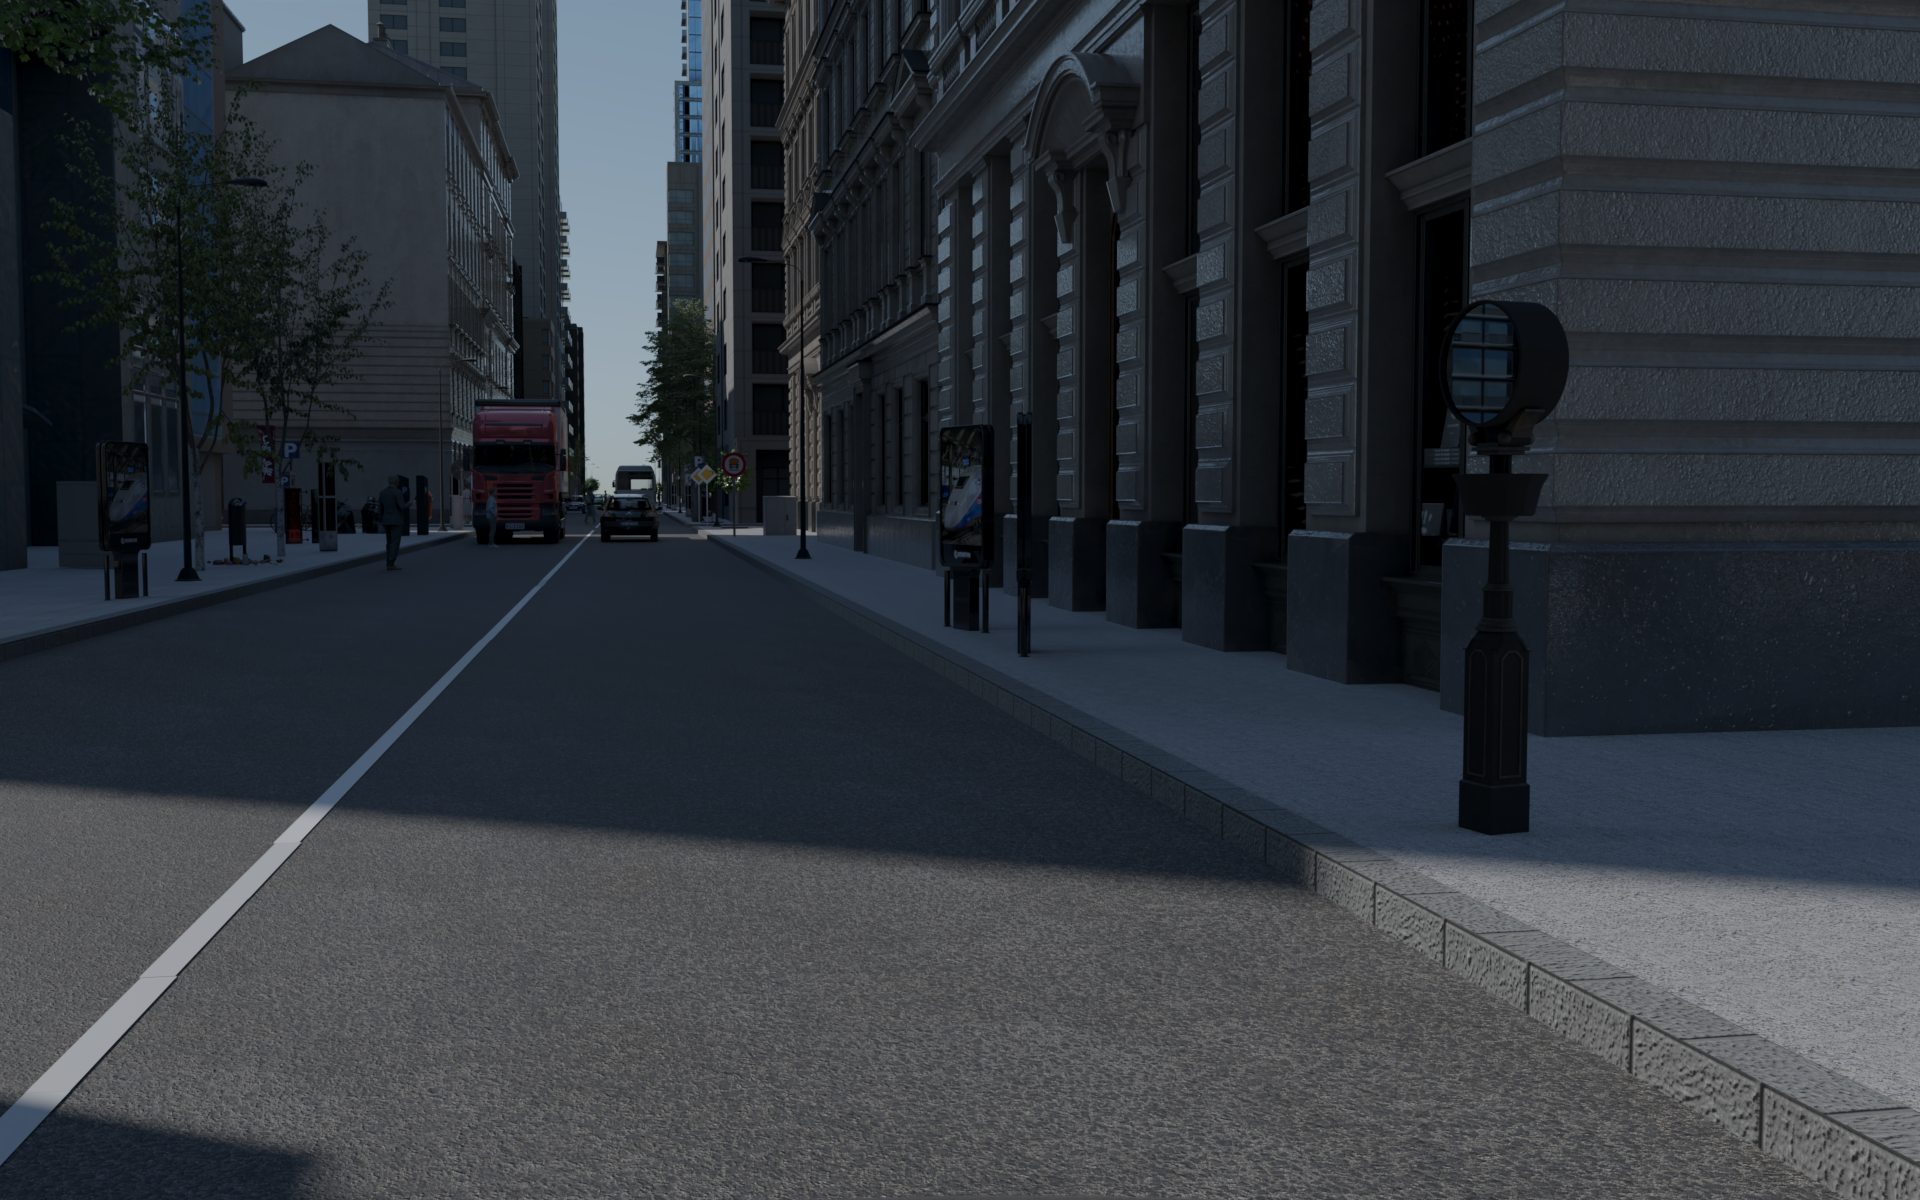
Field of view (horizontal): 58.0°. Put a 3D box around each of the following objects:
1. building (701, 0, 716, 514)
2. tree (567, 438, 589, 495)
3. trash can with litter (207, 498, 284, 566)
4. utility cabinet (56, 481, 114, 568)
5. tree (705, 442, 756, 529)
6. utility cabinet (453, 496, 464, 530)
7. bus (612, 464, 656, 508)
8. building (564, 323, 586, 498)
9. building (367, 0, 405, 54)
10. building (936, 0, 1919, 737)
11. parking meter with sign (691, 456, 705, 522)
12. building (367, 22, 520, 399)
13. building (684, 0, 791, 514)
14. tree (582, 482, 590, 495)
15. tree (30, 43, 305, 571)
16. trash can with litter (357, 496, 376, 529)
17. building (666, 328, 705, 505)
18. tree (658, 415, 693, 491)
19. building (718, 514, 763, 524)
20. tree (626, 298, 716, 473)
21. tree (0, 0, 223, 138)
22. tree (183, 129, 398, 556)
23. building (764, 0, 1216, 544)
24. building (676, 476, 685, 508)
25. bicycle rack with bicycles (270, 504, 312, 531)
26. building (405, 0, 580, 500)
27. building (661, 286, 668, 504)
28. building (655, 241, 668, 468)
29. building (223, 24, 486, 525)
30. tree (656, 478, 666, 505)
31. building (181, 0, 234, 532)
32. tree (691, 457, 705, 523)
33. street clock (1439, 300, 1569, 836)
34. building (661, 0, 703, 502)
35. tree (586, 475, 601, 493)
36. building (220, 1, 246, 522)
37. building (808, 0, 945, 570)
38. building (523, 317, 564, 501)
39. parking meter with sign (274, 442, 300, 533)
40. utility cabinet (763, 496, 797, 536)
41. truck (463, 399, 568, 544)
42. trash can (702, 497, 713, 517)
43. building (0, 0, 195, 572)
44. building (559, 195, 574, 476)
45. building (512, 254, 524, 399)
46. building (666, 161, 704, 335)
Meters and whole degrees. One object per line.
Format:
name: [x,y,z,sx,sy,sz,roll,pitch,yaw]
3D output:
building: [-9.855,-28.452,115.294,14.600,45.320,14.200,-1,4,-11]
tree: [-49.587,-16.614,222.000,4.737,8.622,4.395,0,3,0]
trash can with litter: [-13.089,-1.285,32.075,1.678,1.210,2.233,0,4,4]
utility cabinet: [-15.023,-1.303,29.982,1.173,1.500,0.318,1,4,16]
tree: [-8.365,-4.277,64.534,1.663,3.219,1.824,0,3,0]
utility cabinet: [-17.992,-3.114,62.072,0.306,1.237,1.020,-1,4,-12]
bus: [-22.079,-7.495,117.398,2.948,3.499,13.247,-1,4,-11]
building: [-69.484,-31.506,286.824,14.160,30.474,14.107,-1,4,-11]
building: [-57.817,-46.949,205.874,20.563,71.187,20.611,-1,4,-11]
building: [6.051,-11.590,18.368,11.050,23.489,19.941,-1,4,-11]
parking meter with sign: [-12.123,-5.108,79.774,0.543,3.016,1.738,-1,4,-15]
building: [-33.114,-18.675,102.594,12.463,27.353,25.104,-1,4,-11]
building: [-11.913,-42.916,139.928,20.563,71.187,20.611,-1,4,-11]
tree: [-55.267,-15.931,255.075,1.663,3.219,1.824,0,3,0]
tree: [-12.712,-4.778,28.485,4.737,8.622,4.395,0,3,0]
trash can with litter: [-21.695,-3.244,64.096,2.233,1.210,1.678,3,5,43]
building: [-19.133,-21.538,197.187,27.650,21.520,28.899,-1,4,-11]
tree: [-25.268,-12.468,154.215,4.737,8.622,4.395,0,3,0]
building: [-1.410,-39.540,84.736,20.611,71.187,20.563,-1,4,-11]
tree: [-15.600,-11.190,101.085,7.486,12.596,7.792,0,3,0]
tree: [-9.884,-5.400,14.048,9.928,11.665,9.643,0,3,0]
tree: [-13.858,-5.195,35.301,4.360,8.622,3.978,0,3,0]
building: [-0.156,-13.994,57.683,11.050,23.489,19.941,-1,4,-11]
building: [-11.742,-29.299,170.926,32.217,40.220,23.993,-1,4,-11]
bicycle rack with bicycles: [-22.719,-2.891,60.657,2.852,0.926,2.925,3,5,44]
building: [-63.124,-48.864,237.185,20.563,71.187,20.611,-1,4,-11]
building: [-34.315,-28.696,240.875,14.160,30.474,14.107,-1,4,-11]
building: [-40.178,-39.048,293.060,22.147,44.769,28.867,-1,4,-11]
building: [-28.027,-14.224,81.720,9.793,20.994,18.267,-1,4,-11]
tree: [-36.794,-13.239,211.060,1.663,3.219,1.824,0,3,0]
building: [-31.552,-24.606,52.426,14.200,45.320,14.600,-1,4,-11]
tree: [-11.188,-5.048,77.133,1.663,3.219,1.824,0,3,0]
street clock: [2.040,-0.122,6.561,0.358,2.002,0.471,-1,4,-22]
building: [-34.156,-58.094,262.515,22.319,86.520,31.000,-1,4,-11]
tree: [-64.357,-19.478,302.179,4.285,4.588,4.351,0,3,0]
building: [-45.397,-17.282,76.076,24.014,27.812,14.314,-1,4,-11]
building: [2.445,-10.626,38.370,10.561,19.102,19.286,-1,4,-11]
building: [-56.555,-20.638,182.476,27.650,21.520,28.899,-1,4,-11]
parking meter with sign: [-22.305,-3.734,57.307,0.543,3.016,1.738,-1,4,-9]
utility cabinet: [-5.594,-2.610,53.835,1.020,1.237,0.306,-2,4,-27]
truck: [-13.477,-3.946,53.423,2.839,4.237,11.283,-1,4,-11]
trash can: [-14.318,-5.289,98.133,0.748,1.137,0.748,0,3,0]
building: [-28.019,-43.881,30.121,22.319,86.520,31.000,-1,4,-11]
building: [-70.518,-39.334,262.718,23.786,49.044,30.456,-1,4,-11]
building: [-37.778,-17.932,122.868,12.332,23.373,15.834,-1,4,-11]
building: [-29.442,-32.601,216.626,14.154,41.232,14.086,-1,4,-11]
